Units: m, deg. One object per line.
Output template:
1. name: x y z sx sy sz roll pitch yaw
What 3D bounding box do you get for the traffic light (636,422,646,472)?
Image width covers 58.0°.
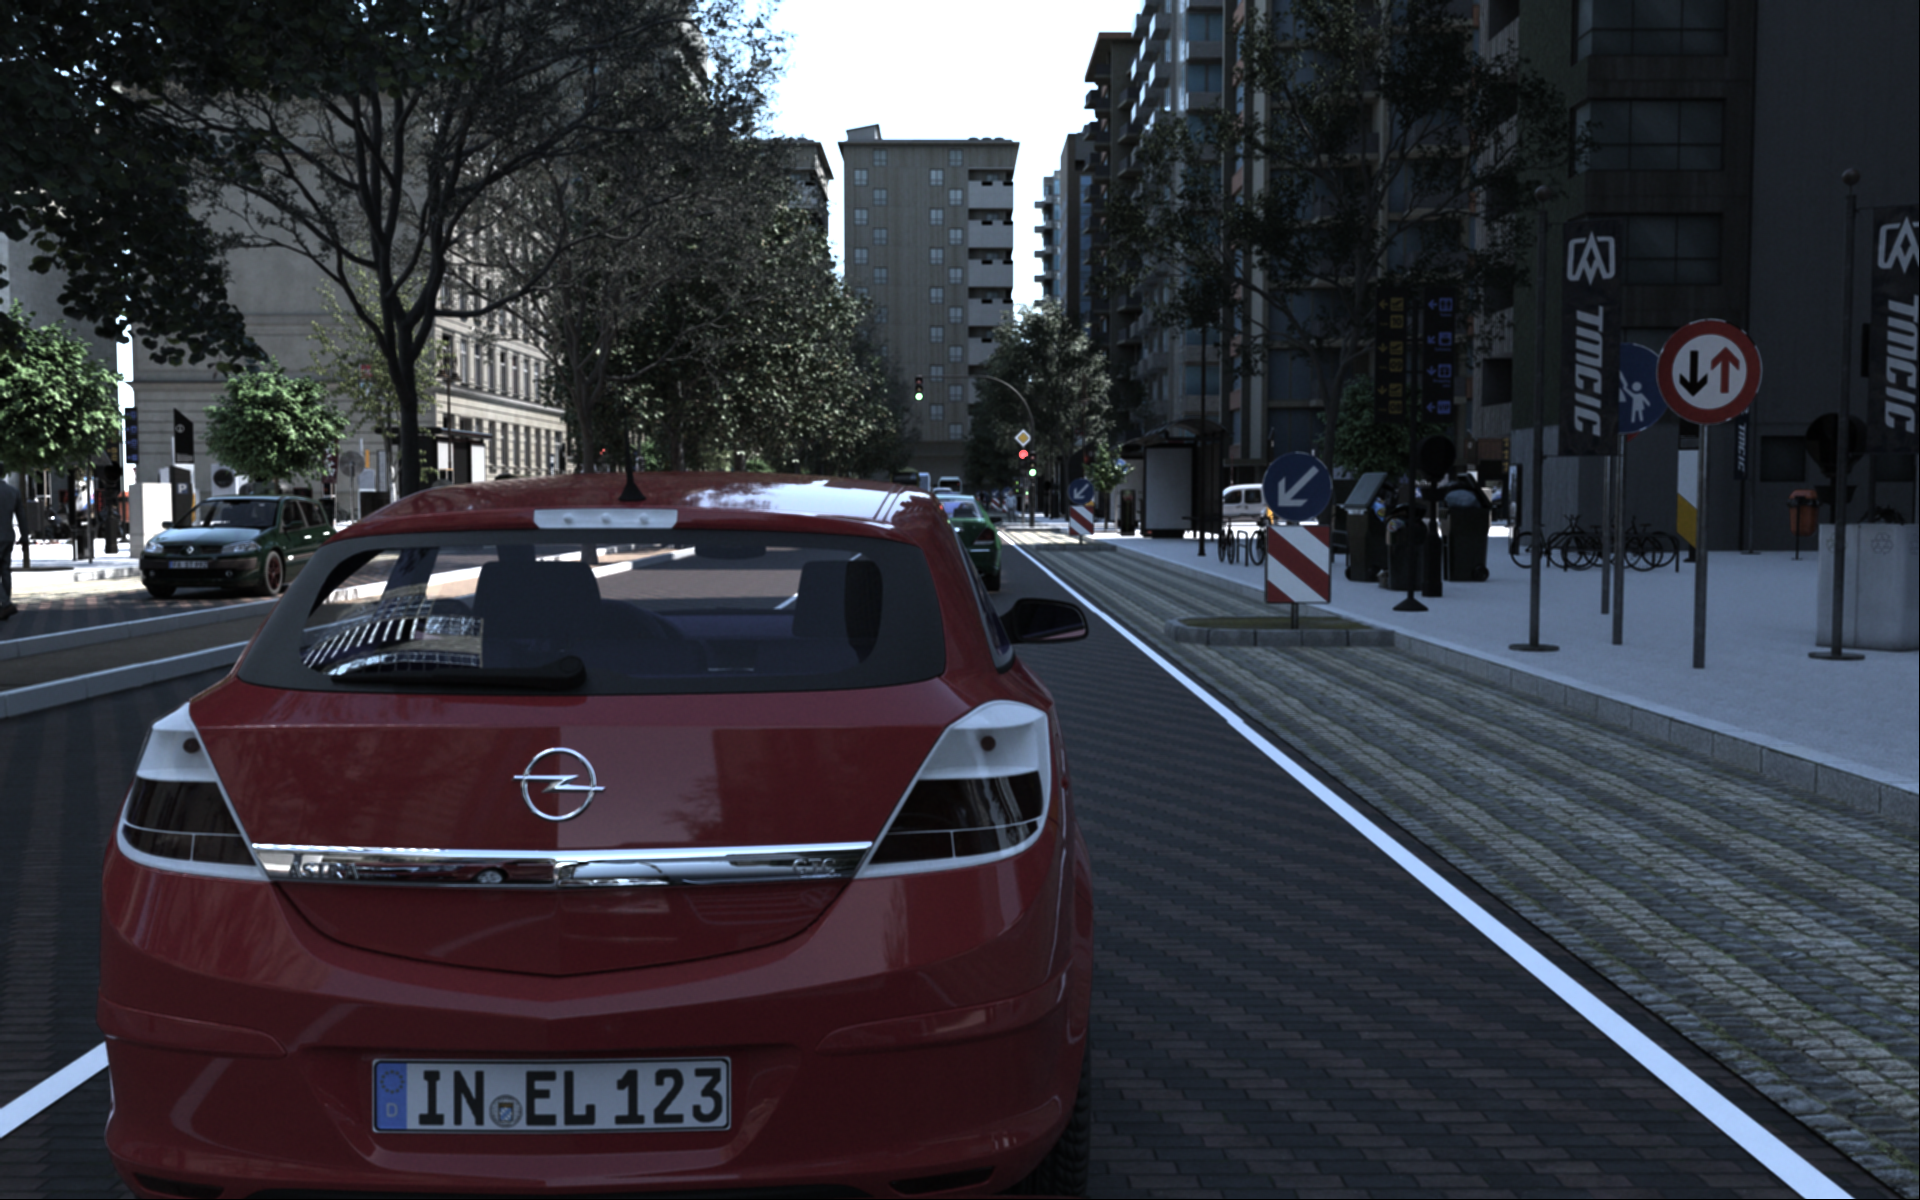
1. traffic light: -11.668 -6.107 74.520 4.771 5.953 1.251 0 4 0

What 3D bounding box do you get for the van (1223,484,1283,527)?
1. van: 11.316 -3.940 71.426 4.112 2.044 2.013 0 4 0

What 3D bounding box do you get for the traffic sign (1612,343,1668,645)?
1. traffic sign: 5.609 -0.893 14.701 0.768 2.556 0.104 1 4 9

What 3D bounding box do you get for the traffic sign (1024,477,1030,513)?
1. traffic sign: 4.727 -7.350 120.279 0.768 2.556 0.104 0 3 0

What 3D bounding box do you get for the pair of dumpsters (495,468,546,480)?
1. pair of dumpsters: -16.126 -3.744 63.708 1.574 2.255 4.437 0 4 0

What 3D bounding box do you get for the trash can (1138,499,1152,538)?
1. trash can: 5.639 -2.422 51.246 0.748 1.137 0.748 0 3 0

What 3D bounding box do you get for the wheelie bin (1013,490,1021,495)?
1. wheelie bin: 4.734 -8.523 147.265 0.980 1.594 0.693 1 4 15

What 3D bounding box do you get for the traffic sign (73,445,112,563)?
1. traffic sign: -16.135 -1.961 32.065 0.884 2.594 0.081 0 4 1

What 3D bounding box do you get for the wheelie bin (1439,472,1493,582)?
1. wheelie bin: 7.434 -1.078 25.534 0.693 1.594 0.980 0 4 1

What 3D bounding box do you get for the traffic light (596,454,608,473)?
1. traffic light: -13.715 -4.744 66.489 0.839 4.253 0.868 0 4 0

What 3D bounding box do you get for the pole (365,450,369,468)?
1. pole: -27.354 -5.269 79.984 0.158 3.312 0.155 0 3 0

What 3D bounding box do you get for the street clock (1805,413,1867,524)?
1. street clock: 7.854 -0.672 15.558 0.358 2.002 0.471 -3 5 -41

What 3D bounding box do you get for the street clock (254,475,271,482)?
1. street clock: -19.613 -2.705 48.800 0.471 2.002 0.358 -1 4 -13

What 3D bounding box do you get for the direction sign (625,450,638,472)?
1. direction sign: -16.846 -5.920 88.796 0.876 3.537 0.379 2 4 31

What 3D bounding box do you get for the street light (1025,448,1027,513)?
1. street light: 4.516 -8.926 118.730 0.468 5.910 1.993 0 4 0

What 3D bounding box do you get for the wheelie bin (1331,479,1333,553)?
1. wheelie bin: 8.263 -1.802 37.366 0.980 1.594 0.693 0 4 -6

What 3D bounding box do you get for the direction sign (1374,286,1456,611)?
1. direction sign: 4.971 -1.652 19.001 0.876 3.537 0.379 0 4 -2

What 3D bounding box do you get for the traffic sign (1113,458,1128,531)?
1. traffic sign: 5.480 -3.704 60.673 0.768 2.556 0.104 0 4 5

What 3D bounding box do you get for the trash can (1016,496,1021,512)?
1. trash can: 4.461 -7.041 126.768 0.748 1.137 0.748 0 3 0

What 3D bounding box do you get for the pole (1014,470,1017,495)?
1. pole: 4.693 -9.294 145.803 0.158 3.312 0.155 0 3 0

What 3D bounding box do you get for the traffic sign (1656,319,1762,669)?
1. traffic sign: 5.448 -0.770 12.694 0.768 2.556 0.104 0 4 0

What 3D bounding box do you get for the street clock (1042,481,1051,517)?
1. street clock: 4.768 -5.542 95.174 0.471 2.002 0.358 -1 4 -22

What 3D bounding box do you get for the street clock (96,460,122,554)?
1. street clock: -18.198 -1.989 37.087 0.358 2.002 0.471 1 4 22

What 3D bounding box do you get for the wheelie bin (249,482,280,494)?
1. wheelie bin: -18.144 -2.287 45.292 0.980 1.594 0.693 -1 4 -22

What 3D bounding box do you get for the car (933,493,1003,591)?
1. car: -0.358 -0.936 27.095 2.131 1.459 4.920 0 4 -2

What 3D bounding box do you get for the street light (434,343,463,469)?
1. street light: -15.662 -4.914 53.136 0.468 5.910 1.993 0 4 0

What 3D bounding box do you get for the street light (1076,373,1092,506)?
1. street light: 4.725 -5.712 66.183 0.468 5.910 1.993 0 4 0

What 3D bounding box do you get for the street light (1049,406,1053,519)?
1. street light: 4.648 -7.047 88.006 0.468 5.910 1.993 0 4 0

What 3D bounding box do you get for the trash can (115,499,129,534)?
1. trash can: -26.520 -2.663 55.195 0.748 1.137 0.748 0 3 0

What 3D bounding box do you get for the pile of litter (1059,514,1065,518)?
1. pile of litter: 6.022 -4.897 94.033 1.176 0.858 1.719 -2 4 -26

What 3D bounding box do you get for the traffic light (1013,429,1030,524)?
1. traffic light: 2.702 -5.239 74.580 0.839 4.253 0.868 0 4 0

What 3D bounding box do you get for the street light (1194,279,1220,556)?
1. street light: 5.026 -3.856 35.830 0.468 5.910 1.993 0 4 0

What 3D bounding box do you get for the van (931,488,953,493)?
1. van: -1.190 -6.448 112.434 2.013 2.044 4.112 0 4 -2

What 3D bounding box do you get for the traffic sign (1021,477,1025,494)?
1. traffic sign: 4.611 -7.622 124.729 0.768 2.556 0.104 0 4 3

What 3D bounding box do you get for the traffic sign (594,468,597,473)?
1. traffic sign: -16.360 -4.715 77.089 0.884 2.594 0.081 0 4 0

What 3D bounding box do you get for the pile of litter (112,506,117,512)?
1. pile of litter: -32.394 -3.180 65.951 1.176 0.858 1.719 3 5 44

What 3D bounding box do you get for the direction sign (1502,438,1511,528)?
1. direction sign: 20.876 -4.508 65.710 0.379 3.537 0.876 -2 4 -27

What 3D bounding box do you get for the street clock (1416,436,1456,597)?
1. street clock: 5.898 -1.040 21.582 0.471 2.002 0.358 -1 4 -9

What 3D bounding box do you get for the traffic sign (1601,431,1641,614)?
1. traffic sign: 6.910 -1.123 18.474 0.768 2.556 0.104 0 4 6

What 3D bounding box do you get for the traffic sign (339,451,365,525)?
1. traffic sign: -17.930 -3.117 51.069 0.768 2.556 0.104 0 4 2

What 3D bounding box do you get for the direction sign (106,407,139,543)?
1. direction sign: -21.818 -3.250 45.140 0.876 3.537 0.379 0 4 4

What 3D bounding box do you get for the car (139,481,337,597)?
1. car: -10.457 -0.956 25.417 2.009 1.686 4.222 0 4 -1

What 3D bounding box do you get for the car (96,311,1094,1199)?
1. car: -0.671 0.257 4.841 2.155 1.783 4.494 0 4 -1

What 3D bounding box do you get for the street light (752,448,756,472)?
1. street light: -16.083 -10.002 136.313 0.468 5.910 1.993 0 4 0

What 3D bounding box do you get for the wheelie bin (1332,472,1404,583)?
1. wheelie bin: 6.072 -1.071 25.426 0.693 1.594 0.980 -1 4 -19

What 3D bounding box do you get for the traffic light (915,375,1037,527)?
1. traffic light: 0.654 -5.613 66.442 4.771 5.953 1.251 0 4 0
